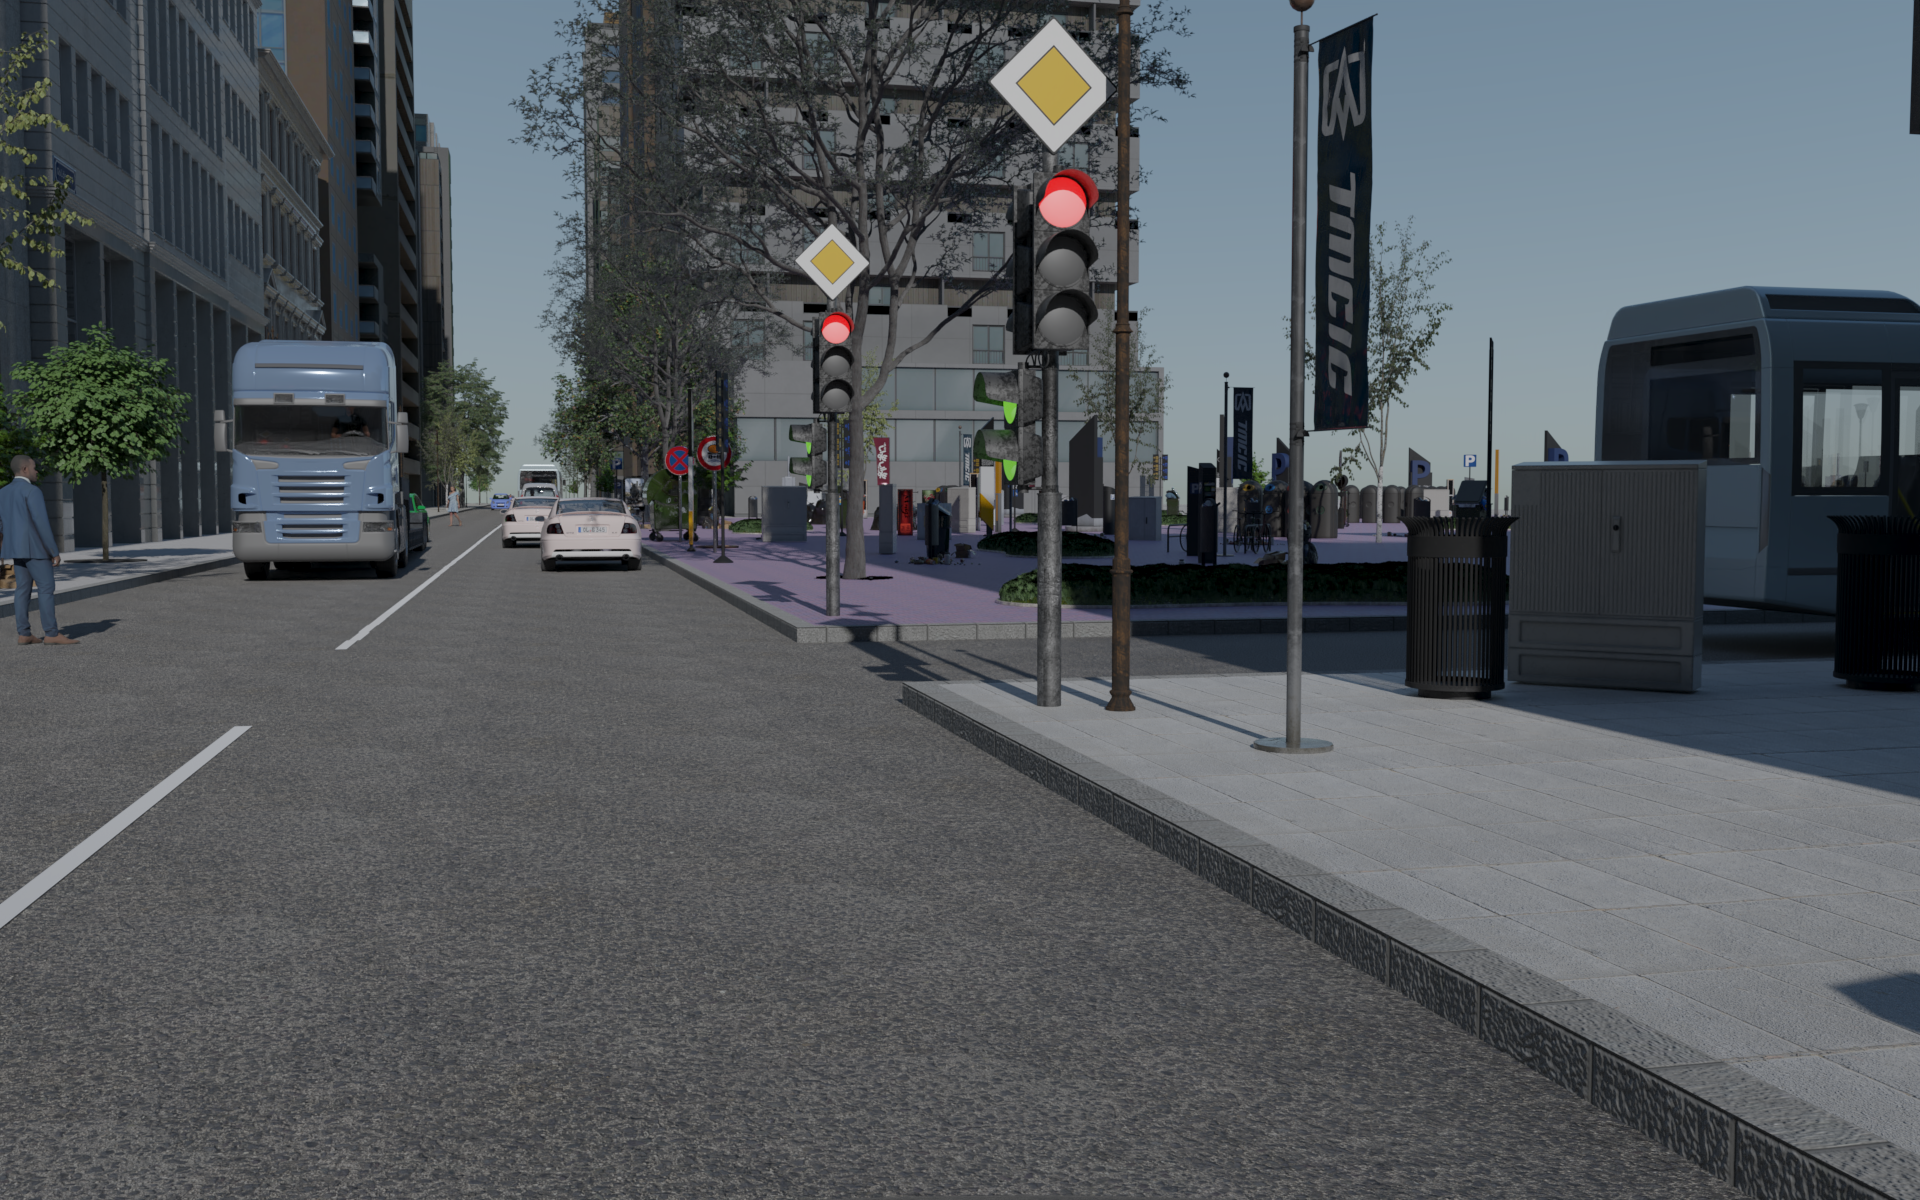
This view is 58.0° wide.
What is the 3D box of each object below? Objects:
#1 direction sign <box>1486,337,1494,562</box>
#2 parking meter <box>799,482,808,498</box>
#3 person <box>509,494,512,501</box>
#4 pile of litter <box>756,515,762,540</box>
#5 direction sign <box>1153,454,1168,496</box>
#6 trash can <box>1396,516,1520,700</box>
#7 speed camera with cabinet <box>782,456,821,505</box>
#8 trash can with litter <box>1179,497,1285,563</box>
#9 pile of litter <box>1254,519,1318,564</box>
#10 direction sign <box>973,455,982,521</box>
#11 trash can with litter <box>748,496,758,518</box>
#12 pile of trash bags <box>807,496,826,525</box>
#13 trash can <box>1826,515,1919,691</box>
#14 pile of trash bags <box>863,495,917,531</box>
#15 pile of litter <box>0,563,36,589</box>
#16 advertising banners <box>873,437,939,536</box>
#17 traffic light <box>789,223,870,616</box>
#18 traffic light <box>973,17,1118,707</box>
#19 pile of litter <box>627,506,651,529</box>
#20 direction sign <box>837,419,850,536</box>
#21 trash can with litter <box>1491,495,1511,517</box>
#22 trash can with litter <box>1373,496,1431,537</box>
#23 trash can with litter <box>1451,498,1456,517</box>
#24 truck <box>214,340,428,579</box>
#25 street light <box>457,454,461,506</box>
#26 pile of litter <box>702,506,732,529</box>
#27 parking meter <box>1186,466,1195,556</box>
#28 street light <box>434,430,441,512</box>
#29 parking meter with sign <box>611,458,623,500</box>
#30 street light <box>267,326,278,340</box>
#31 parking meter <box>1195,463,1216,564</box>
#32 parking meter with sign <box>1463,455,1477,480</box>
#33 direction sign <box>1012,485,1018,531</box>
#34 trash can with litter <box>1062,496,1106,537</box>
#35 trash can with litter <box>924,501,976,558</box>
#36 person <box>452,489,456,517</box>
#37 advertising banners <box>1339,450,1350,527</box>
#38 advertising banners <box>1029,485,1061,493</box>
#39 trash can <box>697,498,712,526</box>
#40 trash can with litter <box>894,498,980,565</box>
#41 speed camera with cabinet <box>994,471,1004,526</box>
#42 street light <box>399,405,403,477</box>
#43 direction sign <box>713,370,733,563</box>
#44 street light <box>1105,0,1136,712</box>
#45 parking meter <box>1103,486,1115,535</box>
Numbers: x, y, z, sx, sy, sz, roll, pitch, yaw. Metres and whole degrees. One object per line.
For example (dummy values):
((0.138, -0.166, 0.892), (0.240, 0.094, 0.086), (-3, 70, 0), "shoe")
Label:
((7.797, -2.049, 25.506), (0.379, 3.537, 0.876), (1, 4, 19), "direction sign")
((-7.836, -4.950, 86.649), (0.399, 1.863, 0.255), (1, 4, 12), "parking meter")
((-40.938, -8.915, 157.492), (0.421, 1.427, 0.697), (-2, 4, -34), "person")
((-5.127, -2.122, 48.654), (1.176, 0.858, 1.719), (-1, 4, -13), "pile of litter")
((11.412, -6.526, 98.701), (0.876, 3.537, 0.379), (0, 4, -6), "direction sign")
((3.142, 0.042, 10.972), (0.748, 1.137, 0.748), (0, 3, 0), "trash can")
((-8.294, -5.905, 90.887), (2.038, 3.252, 0.660), (0, 4, -4), "speed camera with cabinet")
((4.023, -1.014, 27.638), (1.678, 1.210, 2.233), (-1, 4, -13), "trash can with litter")
((5.615, -0.979, 29.972), (1.176, 0.858, 1.719), (3, 4, 38), "pile of litter")
((1.030, -5.546, 82.679), (0.876, 3.537, 0.379), (1, 4, 22), "direction sign")
((-7.995, -3.583, 69.646), (1.678, 1.210, 2.233), (2, 4, 32), "trash can with litter")
((-6.234, -3.870, 73.032), (3.447, 1.369, 1.912), (-2, 4, -24), "pile of trash bags")
((6.128, 0.013, 11.449), (0.748, 1.137, 0.748), (0, 3, 0), "trash can")
((-2.457, -3.134, 60.991), (3.447, 1.369, 1.912), (-3, 4, -38), "pile of trash bags")
((-13.296, -0.618, 24.067), (1.176, 0.858, 1.719), (0, 4, -7), "pile of litter")
((-1.660, -3.502, 53.440), (2.074, 3.025, 0.090), (-1, 4, -13), "advertising banners")
((-1.357, -1.787, 18.146), (0.839, 4.253, 0.868), (-1, 4, -14), "traffic light")
((0.521, -1.313, 10.384), (0.839, 4.253, 0.868), (-1, 4, -14), "traffic light")
((-11.958, -3.060, 64.000), (1.176, 0.858, 1.719), (-1, 4, -18), "pile of litter")
((-3.595, -3.710, 52.656), (0.379, 3.537, 0.876), (3, 5, 41), "direction sign")
((30.711, -5.286, 97.475), (1.678, 1.210, 2.233), (0, 4, 8), "trash can with litter")
((13.592, -2.516, 52.189), (2.233, 1.210, 1.678), (3, 4, 38), "trash can with litter")
((20.009, -3.507, 68.734), (0.624, 1.170, 1.055), (-3, 5, -42), "trash can with litter")
((-12.698, -2.836, 36.132), (2.967, 4.110, 18.799), (-1, 4, -15), "truck")
((-44.711, -11.112, 154.473), (0.468, 5.910, 1.993), (-1, 4, -14), "street light")
((-8.876, -3.070, 64.161), (1.176, 0.858, 1.719), (3, 5, 41), "pile of litter")
((4.907, -1.842, 35.834), (0.399, 1.863, 0.255), (1, 4, 20), "parking meter")
((-37.012, -9.172, 122.756), (0.468, 5.910, 1.993), (-1, 4, -14), "street light")
((-16.721, -5.437, 85.148), (0.543, 3.016, 1.738), (0, 4, -1), "parking meter with sign")
((-18.892, -4.586, 47.774), (0.468, 5.910, 1.993), (-1, 4, -14), "street light")
((4.572, -1.611, 32.043), (0.255, 1.863, 0.399), (0, 4, -6), "parking meter")
((22.760, -4.955, 77.268), (0.543, 3.016, 1.738), (1, 4, 18), "parking meter with sign")
((1.859, -4.082, 58.734), (0.379, 3.537, 0.876), (-2, 4, -24), "direction sign")
((3.569, -2.465, 51.363), (2.233, 1.210, 1.678), (1, 4, 22), "trash can with litter")
((-0.204, -1.440, 34.929), (1.055, 1.170, 0.624), (1, 4, 10), "trash can with litter")
((-31.978, -6.185, 109.256), (0.705, 1.869, 1.348), (-1, 4, -23), "person")
((15.162, -4.416, 68.385), (0.090, 3.025, 2.074), (0, 4, 2), "advertising banners")
((3.470, -4.646, 72.155), (0.090, 3.025, 2.074), (-3, 5, -39), "advertising banners")
((-10.354, -3.570, 70.023), (0.748, 1.137, 0.748), (0, 3, 0), "trash can")
((-0.375, -1.296, 32.248), (1.678, 1.210, 2.233), (0, 4, 6), "trash can with litter")
((1.364, -4.587, 69.330), (0.660, 3.252, 2.038), (0, 4, 7), "speed camera with cabinet")
((-29.168, -7.196, 90.436), (0.468, 5.910, 1.993), (-1, 4, -14), "street light")
((-4.417, -2.459, 32.200), (0.379, 3.537, 0.876), (0, 4, 6), "direction sign")
((0.954, -2.283, 10.115), (0.468, 5.910, 1.993), (-1, 4, -14), "street light")
((4.685, -2.820, 54.523), (0.372, 1.533, 0.369), (0, 3, 0), "parking meter")
